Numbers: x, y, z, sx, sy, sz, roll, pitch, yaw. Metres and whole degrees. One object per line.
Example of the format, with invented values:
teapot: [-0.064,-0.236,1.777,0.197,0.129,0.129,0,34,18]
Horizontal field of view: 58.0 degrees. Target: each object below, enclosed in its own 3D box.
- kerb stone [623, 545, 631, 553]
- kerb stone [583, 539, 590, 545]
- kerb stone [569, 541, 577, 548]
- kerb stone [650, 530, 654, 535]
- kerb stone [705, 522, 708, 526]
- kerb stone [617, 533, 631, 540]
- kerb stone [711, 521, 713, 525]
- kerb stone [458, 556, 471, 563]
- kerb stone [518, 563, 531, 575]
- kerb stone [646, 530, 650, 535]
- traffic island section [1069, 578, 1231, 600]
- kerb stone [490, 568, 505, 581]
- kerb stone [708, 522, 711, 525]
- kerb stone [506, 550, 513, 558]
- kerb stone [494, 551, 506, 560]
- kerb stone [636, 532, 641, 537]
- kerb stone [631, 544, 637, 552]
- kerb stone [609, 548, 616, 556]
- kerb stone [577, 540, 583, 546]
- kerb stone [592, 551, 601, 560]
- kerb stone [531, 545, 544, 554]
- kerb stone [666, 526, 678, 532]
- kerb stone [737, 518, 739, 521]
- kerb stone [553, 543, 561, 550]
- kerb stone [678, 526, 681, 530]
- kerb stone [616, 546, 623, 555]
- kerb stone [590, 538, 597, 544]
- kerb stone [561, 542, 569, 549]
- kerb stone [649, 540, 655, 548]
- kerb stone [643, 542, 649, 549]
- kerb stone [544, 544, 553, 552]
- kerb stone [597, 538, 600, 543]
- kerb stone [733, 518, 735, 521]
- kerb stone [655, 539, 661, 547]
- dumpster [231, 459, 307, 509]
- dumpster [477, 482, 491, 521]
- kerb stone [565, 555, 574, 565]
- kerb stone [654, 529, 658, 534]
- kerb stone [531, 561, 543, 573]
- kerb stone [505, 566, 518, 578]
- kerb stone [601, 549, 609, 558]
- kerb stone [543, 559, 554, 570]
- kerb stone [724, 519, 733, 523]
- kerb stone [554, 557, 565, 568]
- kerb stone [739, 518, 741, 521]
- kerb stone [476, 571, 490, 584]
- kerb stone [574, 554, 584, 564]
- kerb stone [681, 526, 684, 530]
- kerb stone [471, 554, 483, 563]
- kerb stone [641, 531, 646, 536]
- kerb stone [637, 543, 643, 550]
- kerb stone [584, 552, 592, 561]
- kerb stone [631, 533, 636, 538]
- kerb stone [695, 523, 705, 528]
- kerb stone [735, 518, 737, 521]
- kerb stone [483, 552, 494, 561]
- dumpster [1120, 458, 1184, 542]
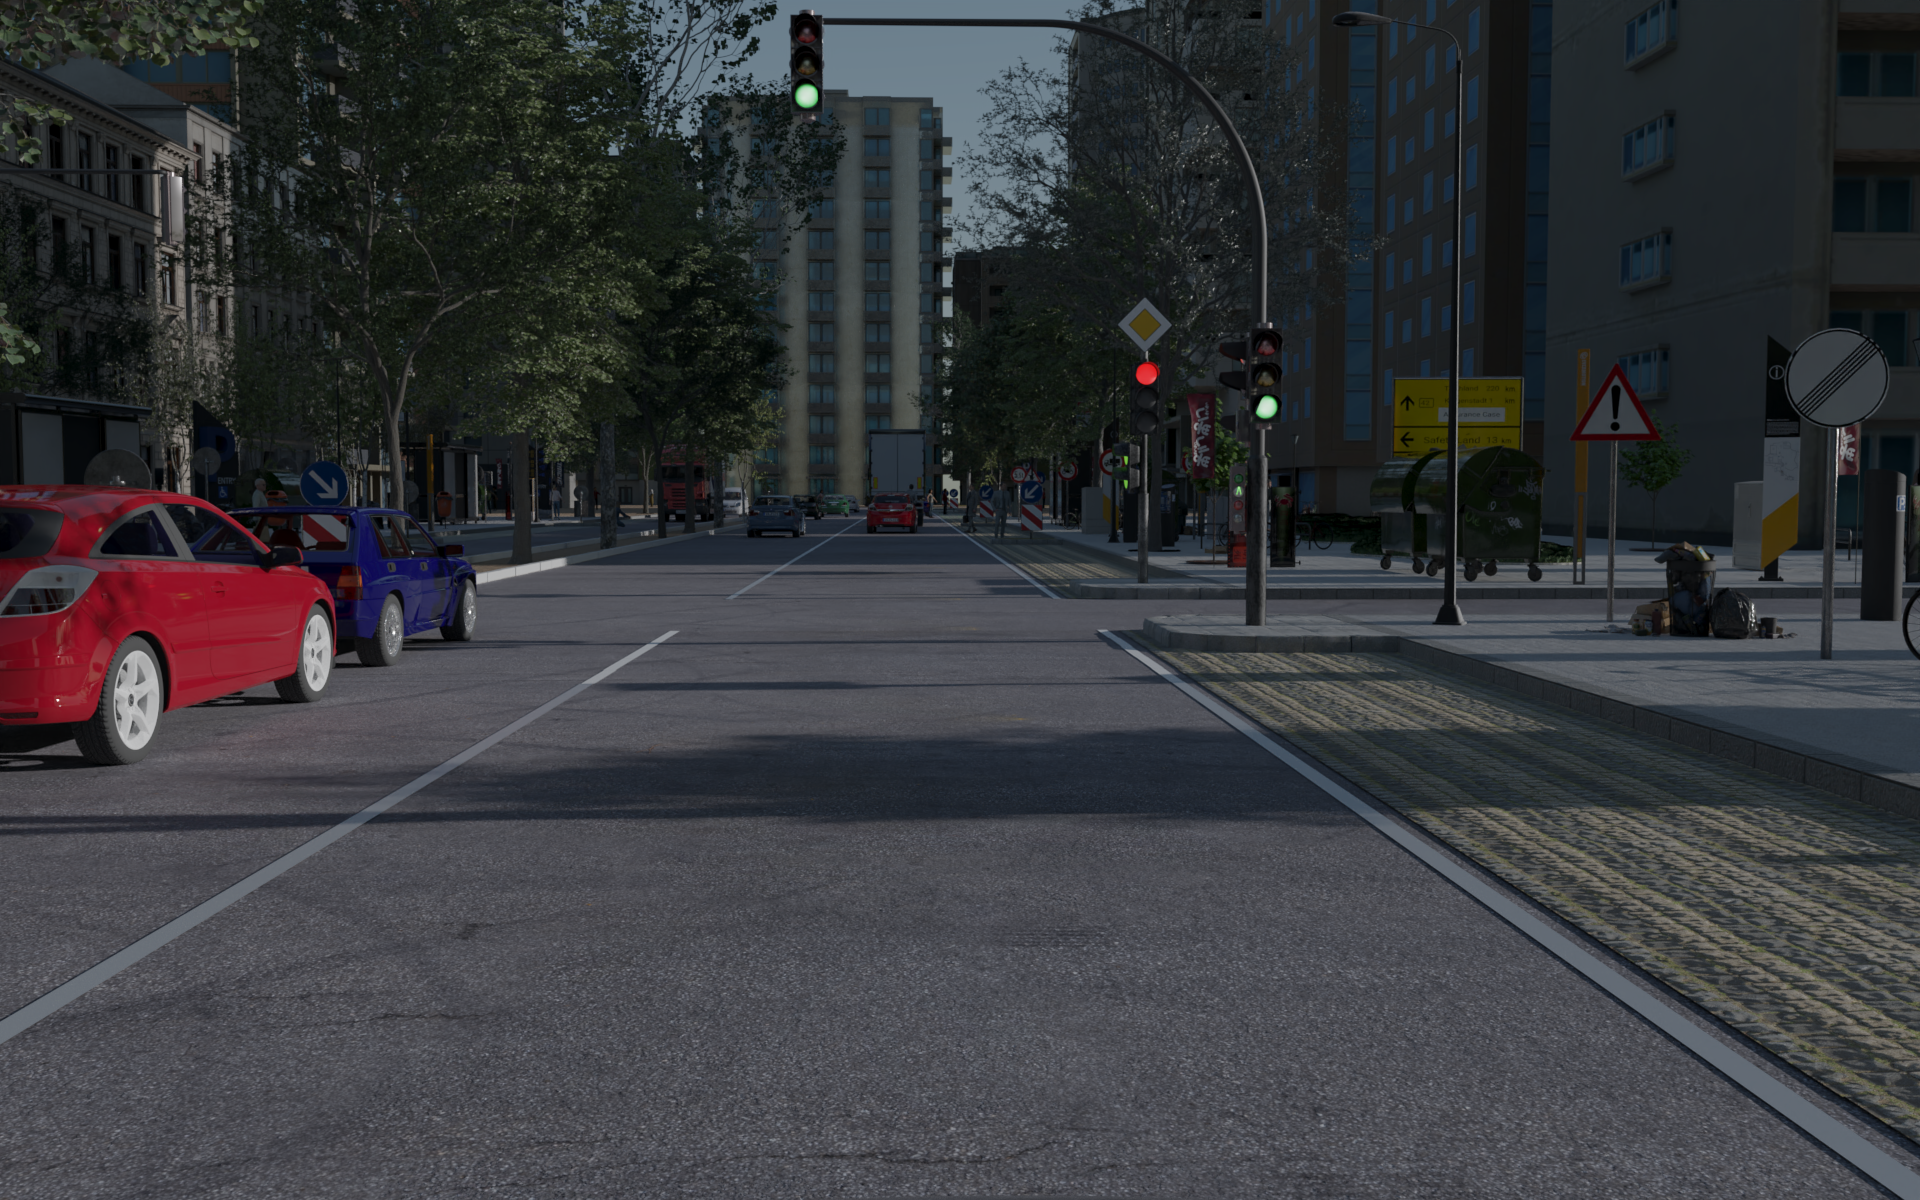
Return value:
kerb stone: [-8.205,-1.216,42.078,0.120,0.150,1.000,0,4,-2]
kerb stone: [-10.502,-1.587,48.149,0.120,0.150,1.000,0,4,-2]
kerb stone: [-10.432,-1.462,46.101,0.120,0.150,1.000,0,4,-2]
kerb stone: [-10.889,-2.339,60.439,0.120,0.150,1.000,0,4,-2]
kerb stone: [-11.413,-3.342,76.838,0.120,0.150,1.000,0,4,-2]
kerb stone: [-10.739,-2.026,55.315,0.120,0.150,1.000,0,4,-2]
kerb stone: [-11.476,-3.462,78.889,0.120,0.150,1.000,0,4,-2]
kerb stone: [-10.078,-0.772,34.824,0.120,0.150,1.000,0,4,-2]
kerb stone: [-7.845,-0.526,30.804,0.120,0.150,1.000,0,4,-2]
kerb stone: [-10.860,-2.275,59.418,0.120,0.150,1.000,0,4,-2]
traffic island section: [2.655,-0.163,24.951,2.009,0.180,2.903,0,4,-2]
kerb stone: [-7.781,-0.398,28.753,0.120,0.150,1.000,0,4,-2]
kerb stone: [-11.446,-3.405,77.866,0.120,0.150,1.000,0,4,-2]
kerb stone: [-10.212,-1.019,38.930,0.120,0.150,1.000,0,4,-2]
kerb stone: [-10.177,-0.960,37.898,0.120,0.150,1.000,0,4,-2]
kerb stone: [-10.791,-2.149,57.366,0.120,0.150,1.000,0,4,-2]
kerb stone: [-8.241,-1.279,43.111,0.120,0.150,1.000,0,4,-2]
kerb stone: [-8.146,-1.091,40.029,0.120,0.150,1.000,0,4,-2]
kerb stone: [-10.470,-1.524,47.128,0.120,0.150,1.000,0,4,-2]
kerb stone: [-8.081,-0.965,37.977,0.120,0.150,1.000,0,4,-2]
kerb stone: [-10.313,-1.212,42.009,0.120,0.150,1.000,0,4,-2]
kerb stone: [-11.084,-2.715,66.593,0.120,0.150,1.000,0,4,-2]
kerb stone: [-11.861,-4.219,91.184,0.120,0.150,1.000,0,4,-2]
kerb stone: [-10.368,-1.337,44.058,0.120,0.150,1.000,0,4,-2]
kerb stone: [-11.124,-2.775,67.614,0.120,0.150,1.000,0,4,-2]
kerb stone: [-8.179,-1.153,41.051,0.120,0.150,1.000,0,4,-2]
kerb stone: [-10.534,-1.641,49.173,0.120,0.150,1.000,0,4,-2]
kerb stone: [-10.409,-1.398,45.079,0.120,0.150,1.000,0,4,-2]
kerb stone: [-8.341,-1.468,46.193,0.120,0.150,1.000,0,4,-2]
kerb stone: [-8.304,-1.405,45.171,0.120,0.150,1.000,0,4,-2]
kerb stone: [-10.338,-1.275,43.035,0.120,0.150,1.000,0,4,-2]
kerb stone: [-10.560,-1.709,50.204,0.120,0.150,1.000,0,4,-2]
kerb stone: [-11.801,-4.094,89.132,0.120,0.150,1.000,0,4,-2]
kerb stone: [-8.364,-1.527,47.227,0.120,0.150,1.000,0,4,-2]
dumpster: [-19.180,-2.790,48.105,1.502,2.255,1.985,0,4,-2]
dumpster: [-23.351,-4.898,82.583,1.502,2.255,1.985,0,4,-2]
kerb stone: [-7.980,-0.778,34.908,0.120,0.150,1.000,0,4,-2]
kerb stone: [-10.931,-2.402,61.465,0.120,0.150,1.000,0,4,-2]
kerb stone: [-7.885,-0.589,31.825,0.120,0.150,1.000,0,4,-2]
kerb stone: [-7.819,-0.464,29.775,0.120,0.150,1.000,0,4,-2]
kerb stone: [-8.108,-1.026,39.004,0.120,0.150,1.000,0,4,-2]
kerb stone: [-7.908,-0.652,32.850,0.120,0.150,1.000,0,4,-2]
kerb stone: [-11.769,-4.031,88.110,0.120,0.150,1.000,0,4,-2]
kerb stone: [-7.945,-0.715,33.880,0.120,0.150,1.000,0,4,-2]
kerb stone: [-11.895,-4.280,92.217,0.120,0.150,1.000,0,4,-2]
kerb stone: [-7.749,-0.338,27.726,0.120,0.150,1.000,0,4,-2]
kerb stone: [-8.010,-0.840,35.933,0.120,0.150,1.000,0,4,-2]
kerb stone: [-11.155,-2.841,68.643,0.120,0.150,1.000,0,4,-2]
kerb stone: [-10.111,-0.835,35.846,0.120,0.150,1.000,0,4,-2]
kerb stone: [-10.824,-2.207,58.389,0.120,0.150,1.000,0,4,-2]
kerb stone: [-8.270,-1.342,44.142,0.120,0.150,1.000,0,4,-2]
kerb stone: [-8.048,-0.897,36.955,0.120,0.150,1.000,0,4,-2]
kerb stone: [-10.765,-2.088,56.339,0.120,0.150,1.000,0,4,-2]
kerb stone: [-11.389,-3.280,75.815,0.120,0.150,1.000,0,4,-2]
kerb stone: [-11.835,-4.157,90.155,0.120,0.150,1.000,0,4,-2]
kerb stone: [-10.148,-0.898,36.876,0.120,0.150,1.000,0,4,-2]
dumpster: [5.227,-2.734,47.191,1.502,2.255,1.985,0,4,-2]
